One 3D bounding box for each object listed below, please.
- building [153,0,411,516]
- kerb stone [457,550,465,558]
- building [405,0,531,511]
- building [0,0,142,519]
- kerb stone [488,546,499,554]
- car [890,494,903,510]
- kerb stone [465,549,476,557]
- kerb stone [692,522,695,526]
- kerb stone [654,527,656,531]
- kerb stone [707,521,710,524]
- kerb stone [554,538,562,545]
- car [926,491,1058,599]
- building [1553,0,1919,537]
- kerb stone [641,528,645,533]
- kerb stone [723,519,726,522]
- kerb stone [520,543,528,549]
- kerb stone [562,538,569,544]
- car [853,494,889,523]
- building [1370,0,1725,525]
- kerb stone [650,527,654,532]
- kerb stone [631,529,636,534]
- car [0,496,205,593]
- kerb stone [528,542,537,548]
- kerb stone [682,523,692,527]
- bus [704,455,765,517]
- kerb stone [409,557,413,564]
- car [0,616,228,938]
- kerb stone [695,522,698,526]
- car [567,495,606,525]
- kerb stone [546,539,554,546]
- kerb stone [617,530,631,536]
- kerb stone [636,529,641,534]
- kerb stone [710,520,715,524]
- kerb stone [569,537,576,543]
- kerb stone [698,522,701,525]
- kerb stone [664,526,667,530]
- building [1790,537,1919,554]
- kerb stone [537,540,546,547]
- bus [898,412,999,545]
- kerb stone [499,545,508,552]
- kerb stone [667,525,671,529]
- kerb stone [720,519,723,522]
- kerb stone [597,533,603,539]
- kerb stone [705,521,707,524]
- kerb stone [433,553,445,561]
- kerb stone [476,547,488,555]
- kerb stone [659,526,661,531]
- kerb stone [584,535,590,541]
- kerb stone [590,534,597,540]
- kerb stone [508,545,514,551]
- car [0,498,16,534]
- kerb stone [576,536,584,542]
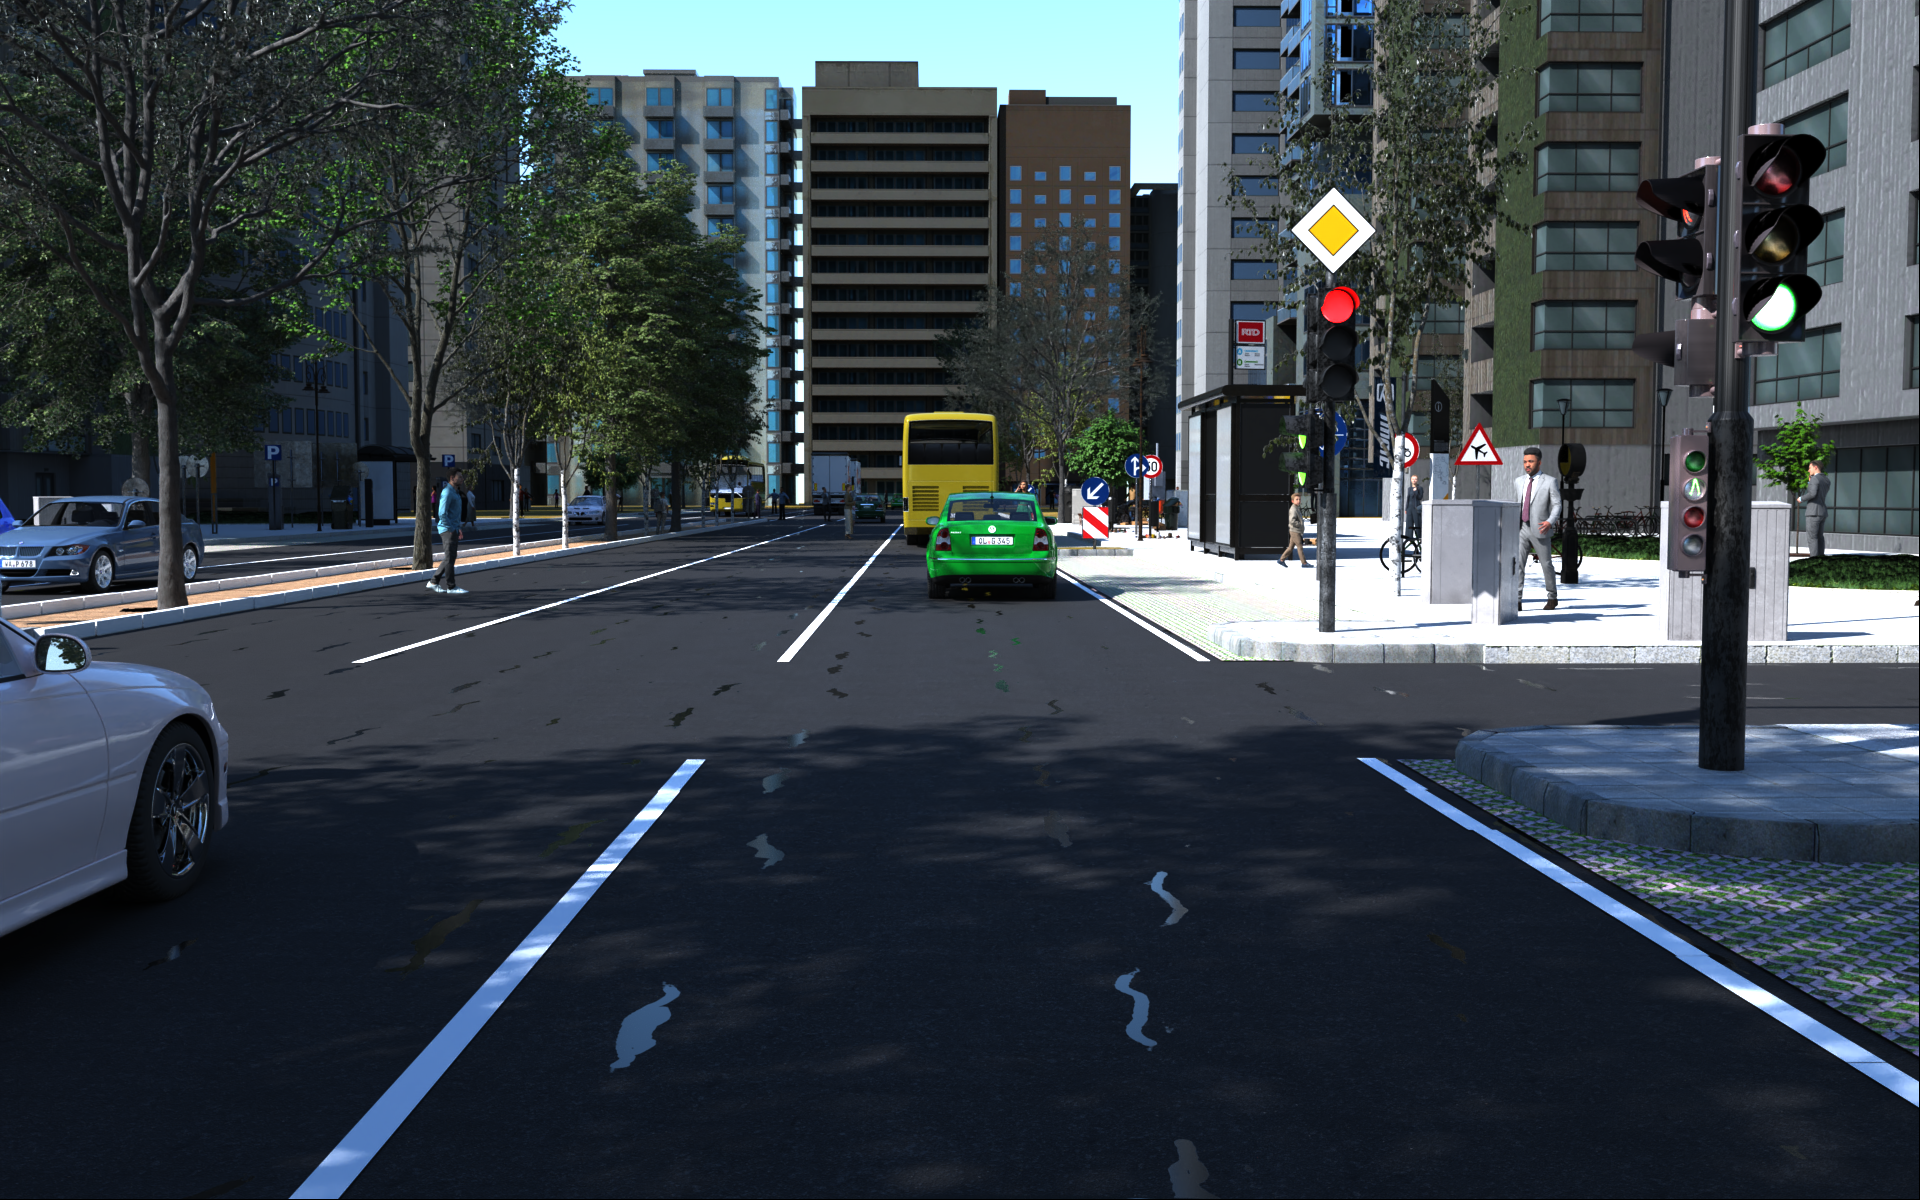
[{"bbox_3d":[-48.057,-34.334,103.357,21.231,58.520,28.212,0,4,-1],"label":"building"},{"bbox_3d":[-11.245,-0.993,38.425,0.120,0.150,1.000,0,4,-1],"label":"kerb stone"},{"bbox_3d":[-48.090,-42.963,140.691,20.611,71.187,20.563,0,4,-1],"label":"building"},{"bbox_3d":[-41.219,-23.446,66.931,14.154,41.232,14.086,0,4,-1],"label":"building"},{"bbox_3d":[-11.301,-1.181,41.497,0.120,0.150,1.000,0,4,-1],"label":"kerb stone"},{"bbox_3d":[-5.360,-9.078,157.226,1.959,1.807,4.718,0,4,-1],"label":"car"},{"bbox_3d":[-11.266,-1.048,39.453,0.120,0.150,1.000,0,4,-1],"label":"kerb stone"},{"bbox_3d":[-11.935,-3.315,76.396,0.120,0.150,1.000,0,4,-1],"label":"kerb stone"},{"bbox_3d":[-11.748,-2.688,66.146,0.120,0.150,1.000,0,4,-1],"label":"kerb stone"},{"bbox_3d":[-12.030,-3.628,81.514,0.120,0.150,1.000,0,4,-1],"label":"kerb stone"},{"bbox_3d":[-11.440,-1.620,48.684,0.120,0.150,1.000,0,4,-1],"label":"kerb stone"},{"bbox_3d":[0.460,-0.997,25.097,1.959,1.807,4.718,0,4,1],"label":"car"},{"bbox_3d":[25.672,-17.777,62.348,14.160,30.474,14.107,0,4,-1],"label":"building"},{"bbox_3d":[-11.699,-2.500,63.068,0.120,0.150,1.000,0,4,-1],"label":"kerb stone"},{"bbox_3d":[-12.160,-4.067,88.690,0.120,0.150,1.000,0,4,-1],"label":"kerb stone"},{"bbox_3d":[-11.369,-1.360,44.576,0.120,0.150,1.000,0,4,-1],"label":"kerb stone"},{"bbox_3d":[-11.460,-1.683,49.717,0.120,0.150,1.000,0,4,-1],"label":"kerb stone"},{"bbox_3d":[-4.659,-4.610,87.169,2.131,1.459,4.920,0,4,-3],"label":"car"},{"bbox_3d":[27.245,-19.128,84.446,14.160,30.474,14.107,0,4,-1],"label":"building"},{"bbox_3d":[-11.737,-2.625,65.116,0.120,0.150,1.000,0,4,-1],"label":"kerb stone"},{"bbox_3d":[-11.659,-2.374,61.018,0.120,0.150,1.000,0,4,-1],"label":"kerb stone"},{"bbox_3d":[-13.268,-0.893,26.608,2.014,1.417,4.499,0,4,1],"label":"car"},{"bbox_3d":[-11.379,-1.432,45.601,0.120,0.150,1.000,0,4,-1],"label":"kerb stone"},{"bbox_3d":[-11.920,-3.246,75.374,0.120,0.150,1.000,0,4,-1],"label":"kerb stone"},{"bbox_3d":[-14.518,-7.443,113.246,2.896,3.916,12.252,0,4,-1],"label":"bus"},{"bbox_3d":[-11.191,-0.796,35.353,0.120,0.150,1.000,0,4,-1],"label":"kerb stone"},{"bbox_3d":[-3.647,0.471,4.661,2.083,1.381,4.827,0,4,-1],"label":"car"},{"bbox_3d":[-11.955,-3.378,77.418,0.120,0.150,1.000,0,4,-1],"label":"kerb stone"},{"bbox_3d":[-17.393,-4.219,81.338,2.083,1.381,4.827,0,4,-2],"label":"car"},{"bbox_3d":[-11.422,-1.557,47.662,0.120,0.150,1.000,0,4,-1],"label":"kerb stone"},{"bbox_3d":[-11.635,-2.307,59.991,0.120,0.150,1.000,0,4,-1],"label":"kerb stone"},{"bbox_3d":[-11.675,-2.433,62.042,0.120,0.150,1.000,0,4,-1],"label":"kerb stone"},{"bbox_3d":[-12.064,-3.754,83.576,0.120,0.150,1.000,0,4,-1],"label":"kerb stone"},{"bbox_3d":[-11.477,-1.747,50.751,0.120,0.150,1.000,0,4,-1],"label":"kerb stone"},{"bbox_3d":[-11.980,-3.440,78.440,0.120,0.150,1.000,0,4,-1],"label":"kerb stone"},{"bbox_3d":[-11.784,-2.814,68.200,0.120,0.150,1.000,0,4,-1],"label":"kerb stone"},{"bbox_3d":[26.289,-16.190,36.404,14.107,30.474,14.160,0,4,-1],"label":"building"},{"bbox_3d":[-11.395,-1.493,46.634,0.120,0.150,1.000,0,4,-1],"label":"kerb stone"},{"bbox_3d":[-0.416,-3.659,51.380,2.896,3.916,12.252,0,4,-2],"label":"bus"},{"bbox_3d":[-11.335,-1.243,42.520,0.120,0.150,1.000,0,4,-1],"label":"kerb stone"},{"bbox_3d":[-11.801,-2.876,69.222,0.120,0.150,1.000,0,4,-1],"label":"kerb stone"},{"bbox_3d":[-12.123,-3.942,86.646,0.120,0.150,1.000,0,4,-1],"label":"kerb stone"},{"bbox_3d":[-11.546,-1.998,54.856,0.120,0.150,1.000,0,4,-1],"label":"kerb stone"},{"bbox_3d":[-12.010,-3.565,80.486,0.120,0.150,1.000,0,4,-1],"label":"kerb stone"},{"bbox_3d":[-11.227,-0.930,37.403,0.120,0.150,1.000,0,4,-1],"label":"kerb stone"},{"bbox_3d":[-11.283,-1.118,40.475,0.120,0.150,1.000,0,4,-1],"label":"kerb stone"},{"bbox_3d":[-11.775,-2.751,67.178,0.120,0.150,1.000,0,4,-1],"label":"kerb stone"},{"bbox_3d":[-11.511,-1.871,52.806,0.120,0.150,1.000,0,4,-1],"label":"kerb stone"},{"bbox_3d":[-11.529,-1.935,53.828,0.120,0.150,1.000,0,4,-1],"label":"kerb stone"},{"bbox_3d":[-11.342,-1.306,43.546,0.120,0.150,1.000,0,4,-1],"label":"kerb stone"},{"bbox_3d":[-16.159,-1.058,26.891,1.945,1.707,3.694,0,4,1],"label":"car"},{"bbox_3d":[-11.491,-1.810,51.784,0.120,0.150,1.000,0,4,-1],"label":"kerb stone"}]
